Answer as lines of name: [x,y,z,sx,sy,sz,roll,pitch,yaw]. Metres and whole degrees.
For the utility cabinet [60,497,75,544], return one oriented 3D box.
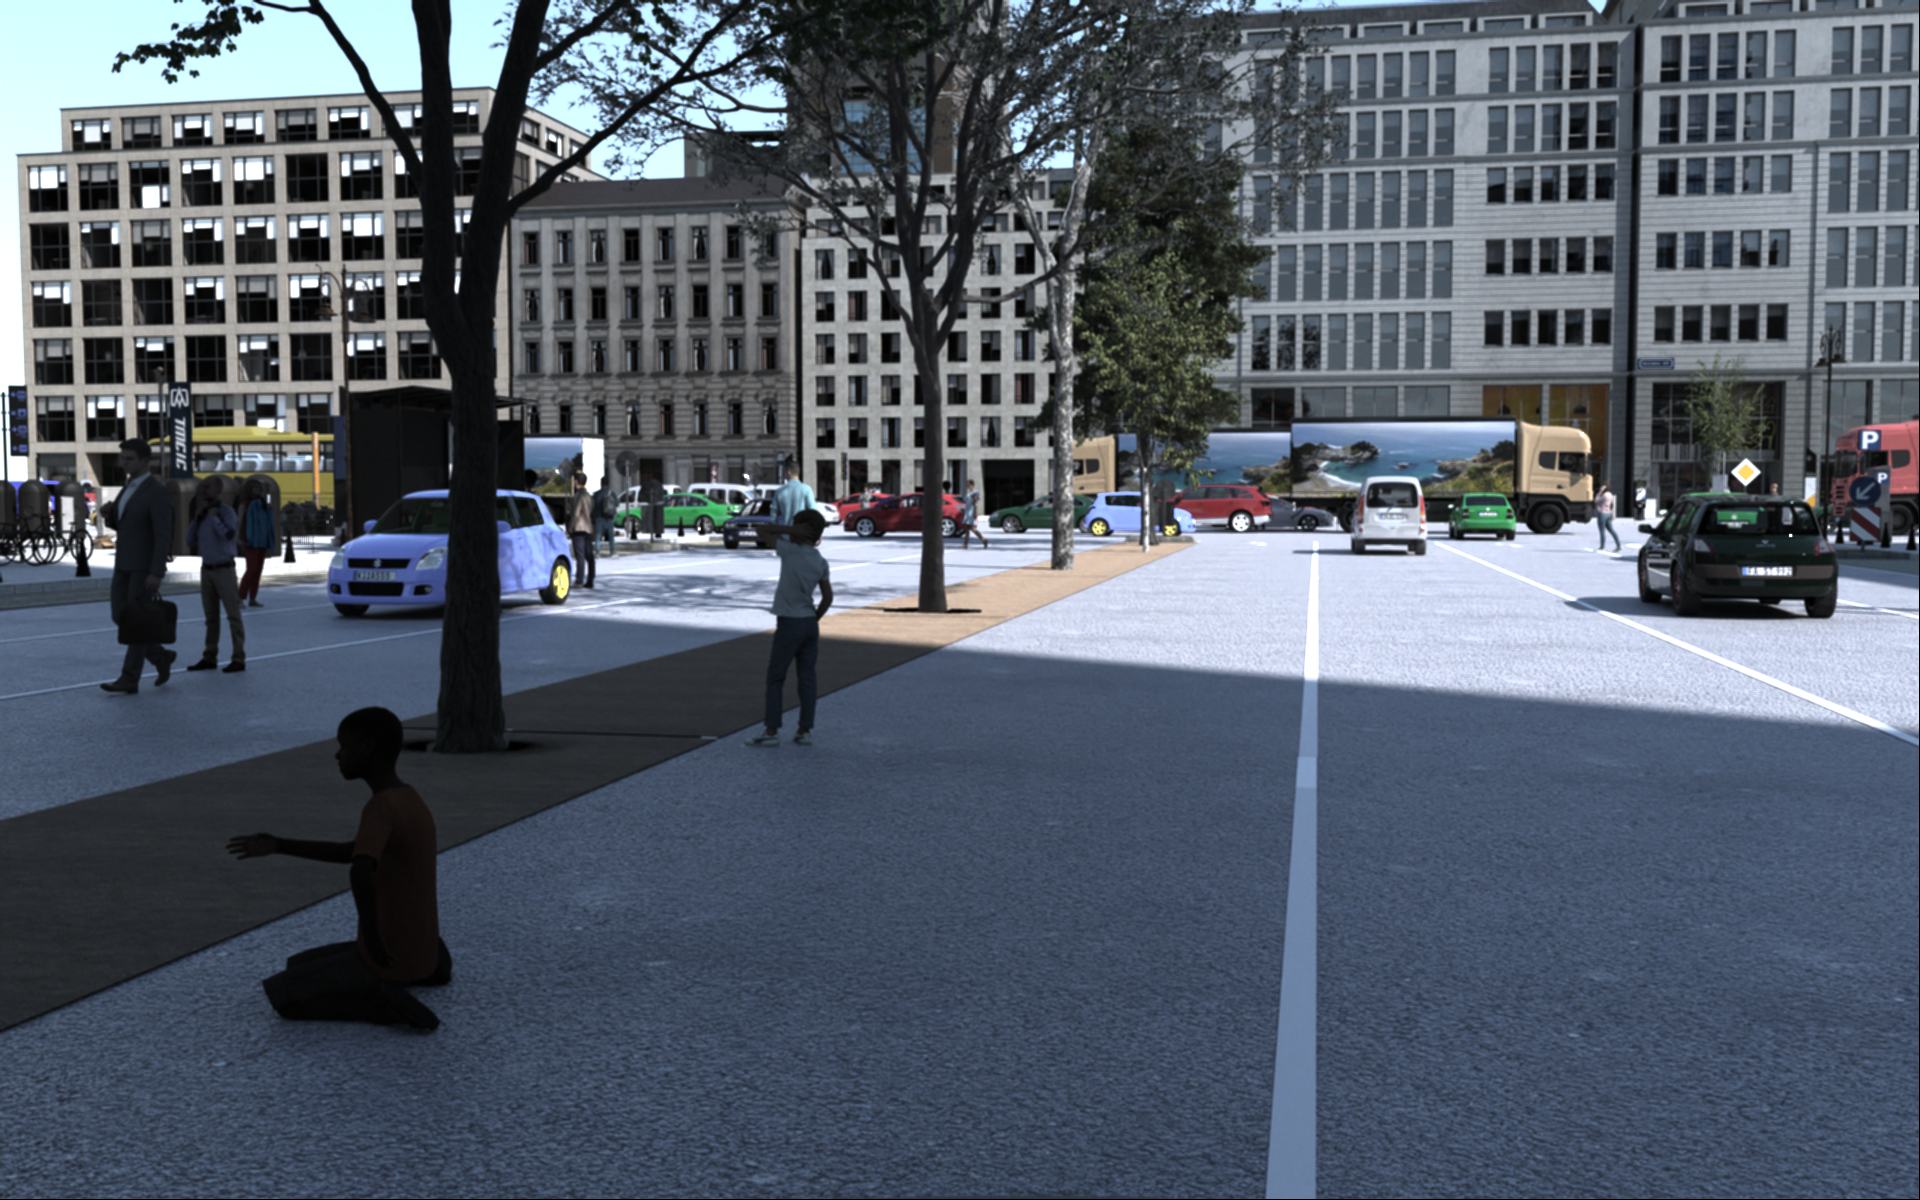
utility cabinet: [-23.015,-2.051,44.689,0.306,1.237,1.020,-2,4,-28]

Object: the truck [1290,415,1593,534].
truck: [17.777,-4.545,63.227,11.283,4.237,2.839,1,4,12]

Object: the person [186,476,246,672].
person: [-6.025,-0.212,14.029,0.516,1.574,0.319,2,4,31]

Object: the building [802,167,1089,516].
building: [-0.104,-15.389,106.366,16.860,20.320,10.420,1,4,12]

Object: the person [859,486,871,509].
person: [-4.145,-4.081,75.397,0.511,1.800,0.466,0,4,8]

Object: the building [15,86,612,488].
building: [-42.429,-19.208,118.564,34.151,26.468,19.350,1,4,12]

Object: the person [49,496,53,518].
person: [-38.010,-3.647,72.045,0.340,1.345,0.435,0,4,0]

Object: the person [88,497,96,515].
person: [-39.984,-4.101,79.834,0.394,1.301,0.425,2,4,35]

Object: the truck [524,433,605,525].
truck: [-22.424,-5.664,81.517,11.283,4.237,2.839,1,4,13]

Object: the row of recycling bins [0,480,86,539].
row of recycling bins: [-26.824,-2.585,49.375,3.534,1.692,1.069,-1,4,-10]

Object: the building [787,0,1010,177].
building: [-6.089,-45.968,189.836,20.611,71.187,20.563,1,4,12]

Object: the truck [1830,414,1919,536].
truck: [35.570,-4.320,59.551,11.283,4.237,2.839,1,4,11]

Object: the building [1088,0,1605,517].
building: [22.915,-19.842,101.908,29.804,29.767,11.434,1,4,12]

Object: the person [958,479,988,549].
person: [0.322,-2.239,45.204,0.778,1.811,0.616,0,4,-7]

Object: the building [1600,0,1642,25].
building: [78.061,-35.509,169.810,28.713,52.752,27.495,1,4,12]

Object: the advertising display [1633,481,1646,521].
advertising display: [32.694,-4.777,83.314,0.974,1.923,0.123,-3,5,-40]

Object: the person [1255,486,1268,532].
person: [11.410,-3.475,66.039,0.841,1.734,0.376,2,4,30]

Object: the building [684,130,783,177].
building: [-22.408,-31.431,197.498,14.086,41.232,14.154,1,4,12]

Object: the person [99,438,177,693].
person: [-5.925,-0.251,12.563,0.622,1.834,0.822,1,4,21]

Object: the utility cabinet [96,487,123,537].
utility cabinet: [-25.161,-2.633,51.733,0.318,1.500,1.173,2,4,29]

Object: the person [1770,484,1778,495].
person: [25.751,-2.810,54.999,0.434,1.755,0.990,3,5,42]

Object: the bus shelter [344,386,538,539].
bus shelter: [-12.051,-3.025,40.740,1.731,3.624,6.357,1,4,12]

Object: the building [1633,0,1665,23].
building: [69.681,-31.984,146.646,21.300,48.544,21.600,1,4,12]

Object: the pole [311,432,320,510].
pole: [-21.209,-3.865,57.029,0.158,3.312,0.155,0,3,0]

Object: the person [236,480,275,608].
person: [-8.958,-0.722,22.003,0.444,1.614,0.593,3,5,42]

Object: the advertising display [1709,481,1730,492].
advertising display: [37.419,-4.902,85.362,0.974,1.923,0.123,1,4,13]

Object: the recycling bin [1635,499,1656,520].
recycling bin: [34.496,-4.563,87.151,0.722,1.027,0.722,-1,4,-16]

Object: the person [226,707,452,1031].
person: [-1.731,0.730,4.850,0.655,0.850,0.859,0,4,-4]

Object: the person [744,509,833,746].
person: [-0.982,0.152,9.923,0.340,1.345,0.435,3,5,42]

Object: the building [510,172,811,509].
building: [-17.778,-15.864,108.520,18.267,20.994,9.793,1,4,12]

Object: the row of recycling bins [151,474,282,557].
row of recycling bins: [-15.602,-1.758,35.849,3.534,1.692,1.069,1,4,19]

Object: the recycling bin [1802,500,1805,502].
recycling bin: [37.955,-4.052,78.804,0.722,1.027,0.722,0,4,4]

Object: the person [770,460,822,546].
person: [-2.066,-0.782,21.140,0.638,1.841,0.748,2,4,33]

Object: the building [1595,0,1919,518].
building: [51.965,-19.433,95.219,29.804,29.767,11.434,1,4,12]

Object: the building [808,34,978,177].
building: [-6.023,-31.991,173.171,14.600,45.320,14.200,1,4,12]

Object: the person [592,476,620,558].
person: [-7.922,-1.830,38.412,0.794,1.824,0.713,1,4,16]

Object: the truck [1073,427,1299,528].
truck: [9.211,-5.253,74.801,11.283,4.237,2.839,1,4,13]

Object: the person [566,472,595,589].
person: [-5.888,-1.062,26.397,0.750,1.759,0.617,2,4,32]

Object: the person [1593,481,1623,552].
person: [16.053,-2.066,42.875,0.643,1.750,0.593,3,5,43]

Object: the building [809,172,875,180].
building: [-8.548,-23.711,159.376,14.160,30.474,14.107,1,4,12]

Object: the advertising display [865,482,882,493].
advertising display: [-4.782,-5.539,95.769,0.974,1.923,0.123,1,4,16]
